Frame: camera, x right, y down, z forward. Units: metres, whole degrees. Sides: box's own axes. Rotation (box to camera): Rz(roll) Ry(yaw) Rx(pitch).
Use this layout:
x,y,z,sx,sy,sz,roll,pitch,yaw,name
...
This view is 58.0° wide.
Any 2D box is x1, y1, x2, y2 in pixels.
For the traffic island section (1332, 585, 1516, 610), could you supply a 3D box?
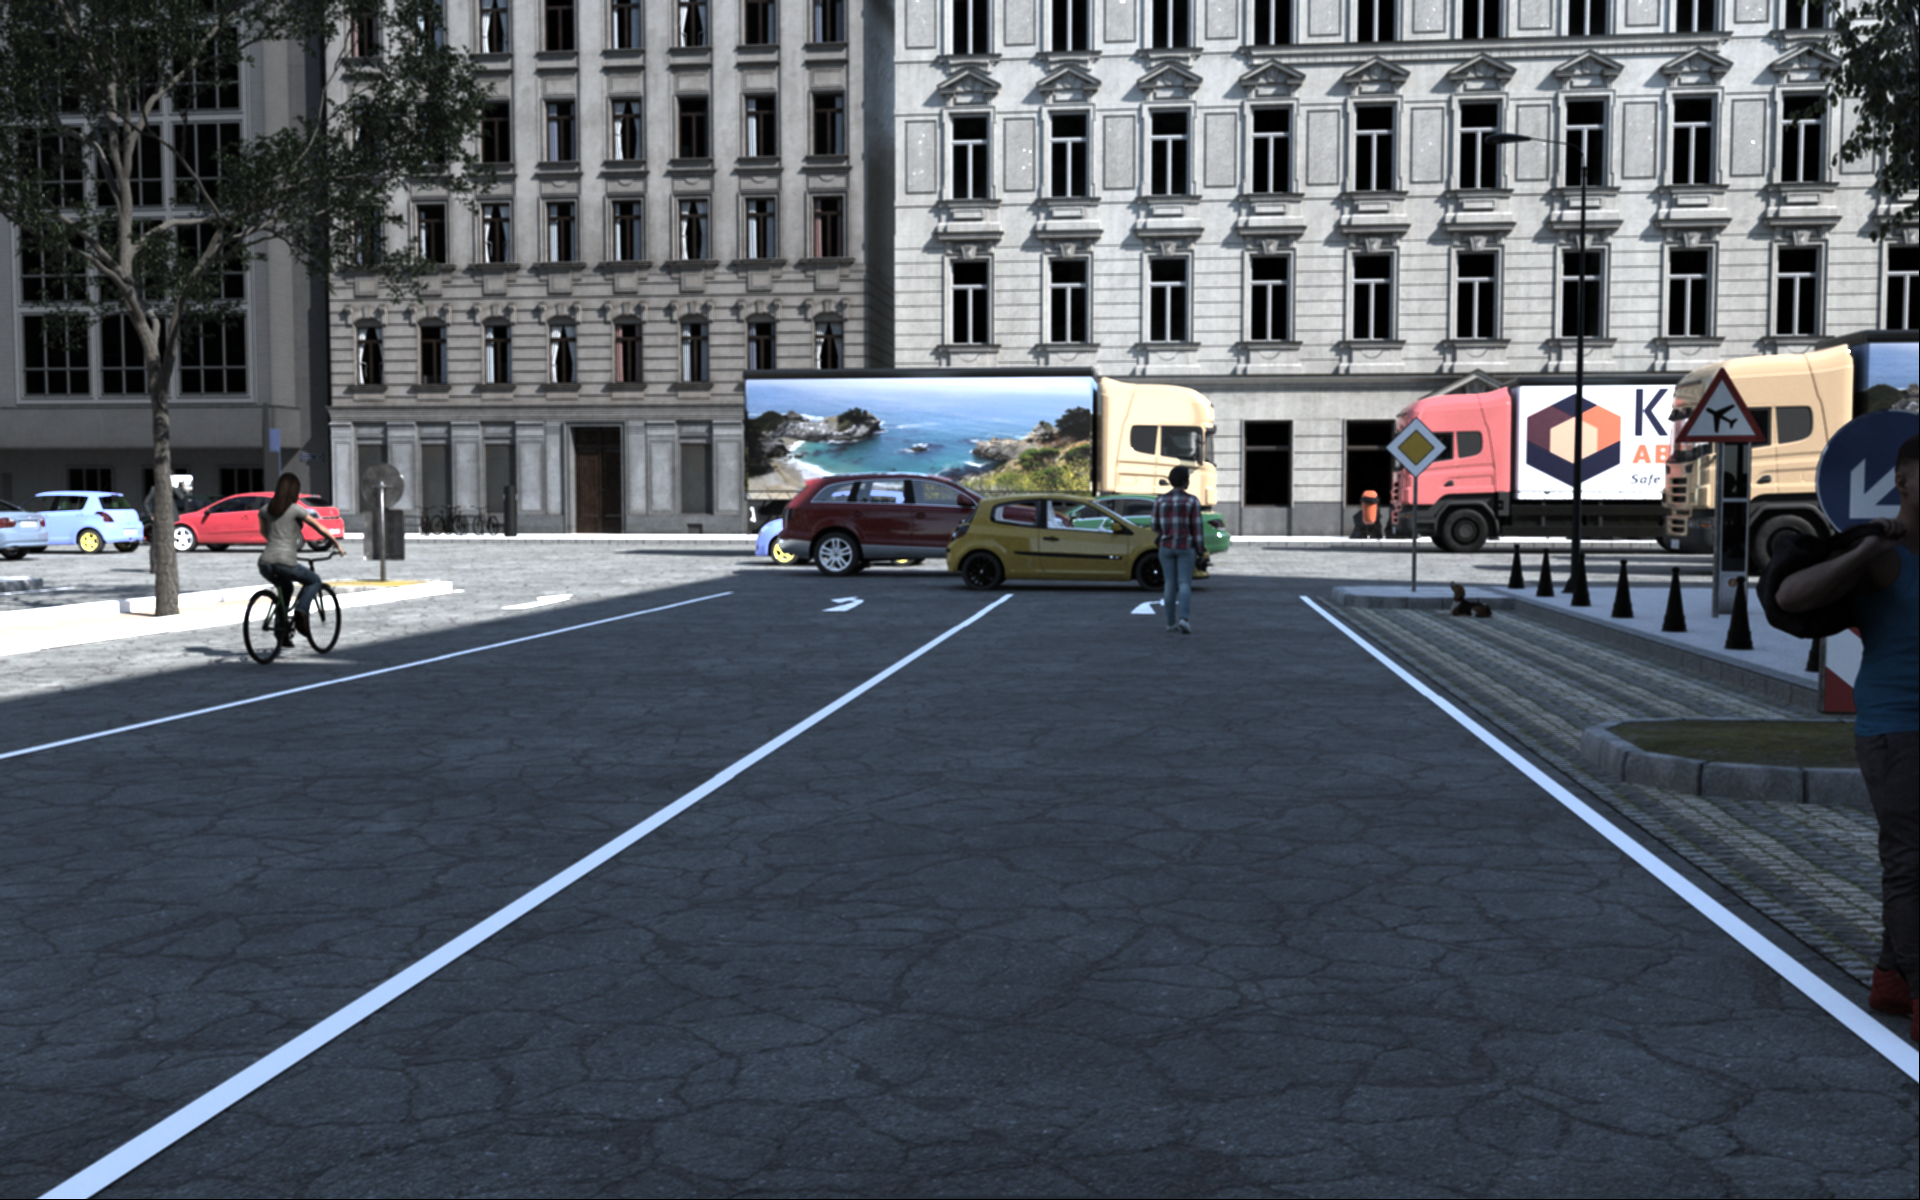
x,y,z,sx,sy,sz,roll,pitch,yaw,name
5.987,-0.031,22.783,2.009,0.180,2.903,0,4,7,traffic island section

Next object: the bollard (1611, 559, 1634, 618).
x,y,z,sx,sy,sz,roll,pitch,yaw,name
6.902,-0.121,18.027,0.229,0.601,0.229,0,3,0,bollard

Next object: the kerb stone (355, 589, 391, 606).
x,y,z,sx,sy,sz,roll,pitch,yaw,name
-7.742,-0.019,22.596,0.120,0.150,1.000,0,4,7,kerb stone

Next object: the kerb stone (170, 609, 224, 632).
x,y,z,sx,sy,sz,roll,pitch,yaw,name
-8.229,0.229,18.514,0.120,0.150,1.000,0,4,7,kerb stone

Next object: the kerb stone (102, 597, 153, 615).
x,y,z,sx,sy,sz,roll,pitch,yaw,name
-10.071,0.085,20.804,0.120,0.150,1.000,0,4,7,kerb stone

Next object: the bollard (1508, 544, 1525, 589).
x,y,z,sx,sy,sz,roll,pitch,yaw,name
7.574,-0.460,23.564,0.229,0.601,0.229,0,3,0,bollard

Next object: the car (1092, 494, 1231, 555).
x,y,z,sx,sy,sz,roll,pitch,yaw,name
3.001,-1.424,35.082,4.920,1.459,2.131,0,4,5,car

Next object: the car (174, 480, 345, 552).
x,y,z,sx,sy,sz,roll,pitch,yaw,name
-17.690,-2.086,43.154,4.494,1.783,2.155,0,4,6,car

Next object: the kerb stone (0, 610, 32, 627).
x,y,z,sx,sy,sz,roll,pitch,yaw,name
-10.309,0.211,18.767,0.120,0.150,1.000,0,4,7,kerb stone

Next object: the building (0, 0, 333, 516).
x,y,z,sx,sy,sz,roll,pitch,yaw,name
-31.931,-16.495,63.196,24.014,27.812,14.314,0,4,7,building

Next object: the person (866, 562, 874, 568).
x,y,z,sx,sy,sz,roll,pitch,yaw,name
-2.033,-1.330,33.438,0.799,1.438,0.628,-2,4,-32,person

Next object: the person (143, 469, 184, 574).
x,y,z,sx,sy,sz,roll,pitch,yaw,name
-14.472,-1.447,31.526,0.474,1.900,0.648,3,5,43,person

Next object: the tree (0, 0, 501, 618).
x,y,z,sx,sy,sz,roll,pitch,yaw,name
-9.102,-5.088,20.054,8.767,10.594,7.601,0,4,7,tree

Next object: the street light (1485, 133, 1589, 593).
x,y,z,sx,sy,sz,roll,pitch,yaw,name
7.459,-3.050,22.405,1.470,5.913,1.316,0,4,7,street light

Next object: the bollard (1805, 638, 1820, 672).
x,y,z,sx,sy,sz,roll,pitch,yaw,name
6.245,0.215,12.523,0.229,0.601,0.229,0,3,0,bollard

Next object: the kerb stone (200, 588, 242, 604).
x,y,z,sx,sy,sz,roll,pitch,yaw,name
-9.822,-0.039,22.841,0.120,0.150,1.000,0,4,7,kerb stone

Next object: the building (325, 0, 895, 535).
x,y,z,sx,sy,sz,roll,pitch,yaw,name
-11.070,-12.856,59.339,18.267,20.994,9.793,0,4,7,building

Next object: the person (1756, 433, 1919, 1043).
x,y,z,sx,sy,sz,roll,pitch,yaw,name
2.518,0.351,4.629,0.647,1.594,0.662,-2,4,-24,person

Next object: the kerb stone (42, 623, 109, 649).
x,y,z,sx,sy,sz,roll,pitch,yaw,name
-8.481,0.350,16.479,0.120,0.150,1.000,0,4,7,kerb stone

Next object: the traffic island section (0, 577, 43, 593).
x,y,z,sx,sy,sz,roll,pitch,yaw,name
-14.904,-0.184,25.293,2.009,0.180,2.903,0,4,7,traffic island section

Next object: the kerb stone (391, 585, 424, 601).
x,y,z,sx,sy,sz,roll,pitch,yaw,name
-7.613,-0.087,23.620,0.120,0.150,1.000,0,4,7,kerb stone

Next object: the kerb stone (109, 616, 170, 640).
x,y,z,sx,sy,sz,roll,pitch,yaw,name
-8.354,0.287,17.497,0.120,0.150,1.000,0,4,7,kerb stone

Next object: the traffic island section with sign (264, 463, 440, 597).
x,y,z,sx,sy,sz,roll,pitch,yaw,name
-8.524,-1.017,24.764,2.006,1.907,1.989,0,4,7,traffic island section with sign

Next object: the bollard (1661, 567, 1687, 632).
x,y,z,sx,sy,sz,roll,pitch,yaw,name
6.686,-0.009,16.193,0.229,0.601,0.229,0,3,0,bollard

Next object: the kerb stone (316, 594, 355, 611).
x,y,z,sx,sy,sz,roll,pitch,yaw,name
-7.867,0.038,21.579,0.120,0.150,1.000,0,4,7,kerb stone

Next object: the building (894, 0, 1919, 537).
x,y,z,sx,sy,sz,roll,pitch,yaw,name
20.215,-17.218,57.922,44.131,29.872,17.030,0,4,7,building

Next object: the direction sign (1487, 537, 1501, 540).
x,y,z,sx,sy,sz,roll,pitch,yaw,name
14.823,-3.423,47.970,0.876,3.537,0.379,-1,4,-13,direction sign

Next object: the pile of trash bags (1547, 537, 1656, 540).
x,y,z,sx,sy,sz,roll,pitch,yaw,name
17.660,-2.368,48.465,3.447,1.369,1.912,-1,4,-9,pile of trash bags

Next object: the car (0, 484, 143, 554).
x,y,z,sx,sy,sz,roll,pitch,yaw,name
-21.958,-1.995,42.205,3.694,1.707,1.945,0,4,5,car

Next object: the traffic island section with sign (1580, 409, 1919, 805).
x,y,z,sx,sy,sz,roll,pitch,yaw,name
4.320,-0.014,8.858,1.989,1.847,2.006,0,4,7,traffic island section with sign

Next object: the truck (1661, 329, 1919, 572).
x,y,z,sx,sy,sz,roll,pitch,yaw,name
17.812,-2.544,30.511,11.283,4.237,2.839,0,4,7,truck

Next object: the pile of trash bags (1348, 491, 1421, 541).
x,y,z,sx,sy,sz,roll,pitch,yaw,name
11.951,-2.411,49.169,1.912,1.369,3.447,2,4,25,pile of trash bags

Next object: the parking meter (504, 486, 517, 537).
x,y,z,sx,sy,sz,roll,pitch,yaw,name
-13.500,-2.666,51.994,0.372,1.533,0.369,0,3,0,parking meter

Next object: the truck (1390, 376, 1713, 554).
x,y,z,sx,sy,sz,roll,pitch,yaw,name
15.722,-3.271,42.391,11.283,4.237,2.839,0,4,7,truck

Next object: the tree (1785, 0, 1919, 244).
x,y,z,sx,sy,sz,roll,pitch,yaw,name
9.017,-3.958,15.072,4.360,8.622,3.978,0,3,0,tree

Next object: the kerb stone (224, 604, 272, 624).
x,y,z,sx,sy,sz,roll,pitch,yaw,name
-8.108,0.163,19.532,0.120,0.150,1.000,0,4,7,kerb stone

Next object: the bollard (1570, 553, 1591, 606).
x,y,z,sx,sy,sz,roll,pitch,yaw,name
7.129,-0.234,19.869,0.229,0.601,0.229,0,3,0,bollard

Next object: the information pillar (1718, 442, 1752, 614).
x,y,z,sx,sy,sz,roll,pitch,yaw,name
8.291,-0.862,18.583,0.304,2.012,0.304,1,4,17,information pillar

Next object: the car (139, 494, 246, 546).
x,y,z,sx,sy,sz,roll,pitch,yaw,name
-21.072,-2.388,48.822,4.222,1.686,2.009,0,4,8,car

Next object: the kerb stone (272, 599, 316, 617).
x,y,z,sx,sy,sz,roll,pitch,yaw,name
-7.975,0.101,20.559,0.120,0.150,1.000,0,4,7,kerb stone

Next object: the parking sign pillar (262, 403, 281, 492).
x,y,z,sx,sy,sz,roll,pitch,yaw,name
-20.604,-3.874,51.806,1.447,3.967,1.447,-2,4,-23,parking sign pillar

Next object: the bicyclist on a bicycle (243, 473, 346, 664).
x,y,z,sx,sy,sz,roll,pitch,yaw,name
-5.795,-0.307,15.043,1.499,1.676,1.625,0,4,8,bicyclist on a bicycle

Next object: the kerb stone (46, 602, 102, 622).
x,y,z,sx,sy,sz,roll,pitch,yaw,name
-10.193,0.147,19.786,0.120,0.150,1.000,0,4,7,kerb stone

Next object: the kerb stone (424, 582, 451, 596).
x,y,z,sx,sy,sz,roll,pitch,yaw,name
-7.500,-0.150,24.642,0.120,0.150,1.000,0,4,7,kerb stone

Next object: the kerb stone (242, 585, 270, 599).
x,y,z,sx,sy,sz,roll,pitch,yaw,name
-9.703,-0.102,23.862,0.120,0.150,1.000,0,4,7,kerb stone

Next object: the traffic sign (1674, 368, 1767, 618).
x,y,z,sx,sy,sz,roll,pitch,yaw,name
7.839,-1.095,17.905,0.884,2.594,0.081,1,4,12,traffic sign

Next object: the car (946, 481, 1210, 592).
x,y,z,sx,sy,sz,roll,pitch,yaw,name
1.790,-0.982,26.285,3.980,1.641,2.015,0,4,7,car

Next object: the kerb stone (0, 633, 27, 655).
x,y,z,sx,sy,sz,roll,pitch,yaw,name
-8.596,0.412,15.460,0.120,0.150,1.000,0,4,7,kerb stone

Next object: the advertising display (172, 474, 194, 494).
x,y,z,sx,sy,sz,roll,pitch,yaw,name
-24.842,-3.059,55.233,0.123,1.923,0.974,1,4,21,advertising display

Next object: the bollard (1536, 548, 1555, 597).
x,y,z,sx,sy,sz,roll,pitch,yaw,name
7.346,-0.347,21.722,0.229,0.601,0.229,0,3,0,bollard

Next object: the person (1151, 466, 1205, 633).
x,y,z,sx,sy,sz,roll,pitch,yaw,name
2.252,-0.529,17.995,0.563,1.720,0.643,2,4,27,person

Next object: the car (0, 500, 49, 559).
x,y,z,sx,sy,sz,roll,pitch,yaw,name
-22.211,-1.566,37.607,4.499,1.417,2.014,0,4,7,car

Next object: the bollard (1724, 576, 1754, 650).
x,y,z,sx,sy,sz,roll,pitch,yaw,name
6.465,0.103,14.357,0.229,0.601,0.229,0,3,0,bollard

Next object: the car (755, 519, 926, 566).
x,y,z,sx,sy,sz,roll,pitch,yaw,name
-2.311,-1.568,35.228,3.694,1.707,1.945,0,4,8,car

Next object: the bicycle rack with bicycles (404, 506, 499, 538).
x,y,z,sx,sy,sz,roll,pitch,yaw,name
-15.601,-2.393,52.505,2.852,0.926,2.925,-3,4,-36,bicycle rack with bicycles

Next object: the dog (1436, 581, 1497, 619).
x,y,z,sx,sy,sz,roll,pitch,yaw,name
5.886,0.006,20.101,0.550,0.427,0.748,0,4,-4,dog

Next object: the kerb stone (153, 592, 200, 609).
x,y,z,sx,sy,sz,roll,pitch,yaw,name
-9.946,0.023,21.821,0.120,0.150,1.000,0,4,7,kerb stone

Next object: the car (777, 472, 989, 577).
x,y,z,sx,sy,sz,roll,pitch,yaw,name
-0.576,-1.353,30.799,5.304,1.827,2.281,0,4,5,car

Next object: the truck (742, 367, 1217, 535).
x,y,z,sx,sy,sz,roll,pitch,yaw,name
0.832,-3.098,39.558,11.283,4.237,2.839,0,4,7,truck

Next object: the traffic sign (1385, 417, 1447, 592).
x,y,z,sx,sy,sz,roll,pitch,yaw,name
5.962,-1.166,22.708,0.795,2.450,0.064,0,4,7,traffic sign
